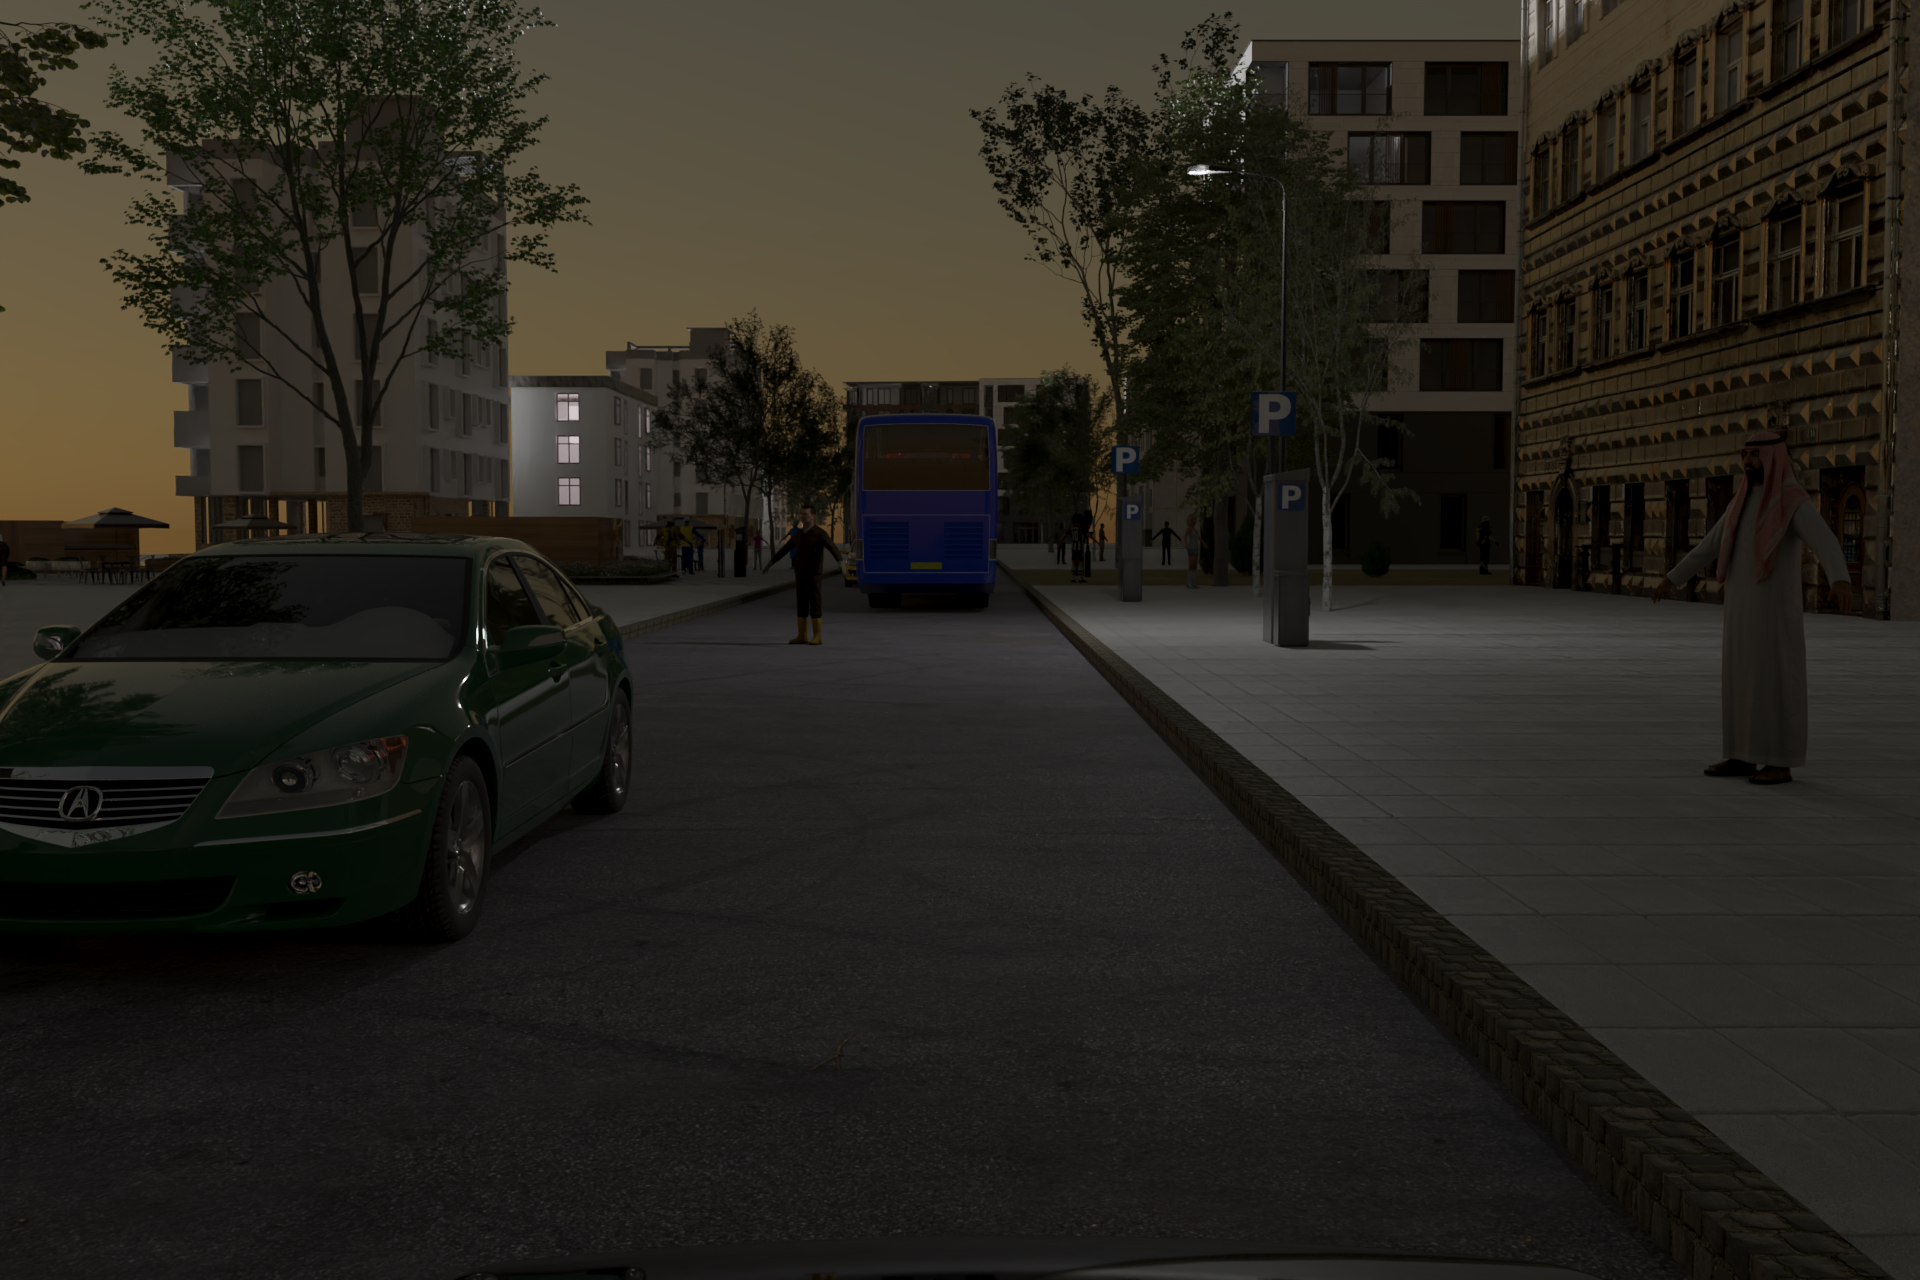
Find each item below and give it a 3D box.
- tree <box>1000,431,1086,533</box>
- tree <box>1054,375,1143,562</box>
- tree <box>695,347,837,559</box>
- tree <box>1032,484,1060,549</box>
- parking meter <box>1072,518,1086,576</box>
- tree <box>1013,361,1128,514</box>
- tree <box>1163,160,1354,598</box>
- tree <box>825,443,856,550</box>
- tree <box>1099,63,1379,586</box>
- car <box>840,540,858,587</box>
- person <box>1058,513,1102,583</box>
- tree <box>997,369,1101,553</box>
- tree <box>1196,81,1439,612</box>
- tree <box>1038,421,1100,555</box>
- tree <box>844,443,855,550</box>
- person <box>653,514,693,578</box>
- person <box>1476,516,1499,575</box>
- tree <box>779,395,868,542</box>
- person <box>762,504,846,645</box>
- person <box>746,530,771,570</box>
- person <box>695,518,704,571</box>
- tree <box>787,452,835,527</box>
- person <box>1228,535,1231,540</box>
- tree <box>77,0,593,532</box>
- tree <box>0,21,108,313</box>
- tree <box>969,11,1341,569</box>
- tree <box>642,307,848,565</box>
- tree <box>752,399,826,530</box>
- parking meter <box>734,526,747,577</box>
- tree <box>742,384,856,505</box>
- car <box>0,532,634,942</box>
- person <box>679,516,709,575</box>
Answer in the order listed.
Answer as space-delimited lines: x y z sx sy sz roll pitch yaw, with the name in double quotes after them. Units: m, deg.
6.617 -12.152 133.099 7.601 10.594 8.767 -1 4 -10 "tree"
6.167 -7.913 79.748 4.360 8.622 3.978 0 3 0 "tree"
-9.456 -9.176 84.435 7.601 10.594 8.767 0 4 -1 "tree"
7.166 -12.117 148.468 4.737 8.622 4.395 0 3 0 "tree"
3.642 -2.897 53.078 0.399 1.863 0.255 0 4 0 "parking meter"
6.095 -9.798 94.605 7.601 10.594 8.767 -3 4 -37 "tree"
6.009 -5.175 34.971 4.737 8.622 4.395 0 3 0 "tree"
-8.374 -10.759 126.274 4.737 8.622 4.395 0 3 0 "tree"
6.768 -7.606 42.492 7.486 12.596 7.792 0 3 0 "tree"
-2.270 -2.303 47.885 2.015 1.641 3.980 0 3 0 "car"
3.130 -2.429 45.861 1.345 1.843 0.704 2 4 35 "person"
6.138 -12.294 119.127 7.486 12.596 7.792 0 3 0 "tree"
6.212 -4.790 28.680 4.360 8.622 3.978 0 3 0 "tree"
6.593 -9.621 107.666 4.737 8.622 4.395 0 3 0 "tree"
-9.242 -11.640 140.674 4.360 8.622 3.978 0 3 0 "tree"
-8.493 -2.766 50.985 1.354 1.858 0.705 2 4 24 "person"
16.646 -3.001 54.839 0.705 1.856 1.354 -1 4 -10 "person"
-8.592 -10.999 114.246 8.767 10.594 7.601 1 4 11 "tree"
-1.978 -0.846 22.433 1.346 1.812 0.704 2 4 33 "person"
-7.216 -3.206 61.686 0.991 1.433 0.599 -1 4 -19 "person"
-9.126 -3.352 60.659 0.705 1.847 1.347 -1 4 -13 "person"
-21.453 -20.293 238.451 9.857 13.997 8.962 0 3 0 "tree"
10.634 -3.934 70.513 1.347 1.806 0.705 -3 4 -37 "person"
-9.598 -6.214 27.349 9.928 11.665 9.643 0 3 0 "tree"
-9.209 -5.681 11.014 7.486 12.596 7.792 0 3 0 "tree"
7.047 -12.667 62.987 12.611 20.169 13.585 0 3 0 "tree"
-8.998 -8.411 71.925 8.767 10.594 7.601 -1 4 -9 "tree"
-8.875 -8.735 93.185 4.360 8.622 3.978 0 3 0 "tree"
-6.561 -2.646 51.670 0.372 1.533 0.369 0 3 0 "parking meter"
-9.371 -10.431 104.961 7.601 10.594 8.767 1 4 22 "tree"
-2.648 0.257 7.588 2.131 1.459 4.920 0 3 0 "car"
-8.563 -2.966 54.460 1.349 1.833 0.705 0 4 6 "person"
